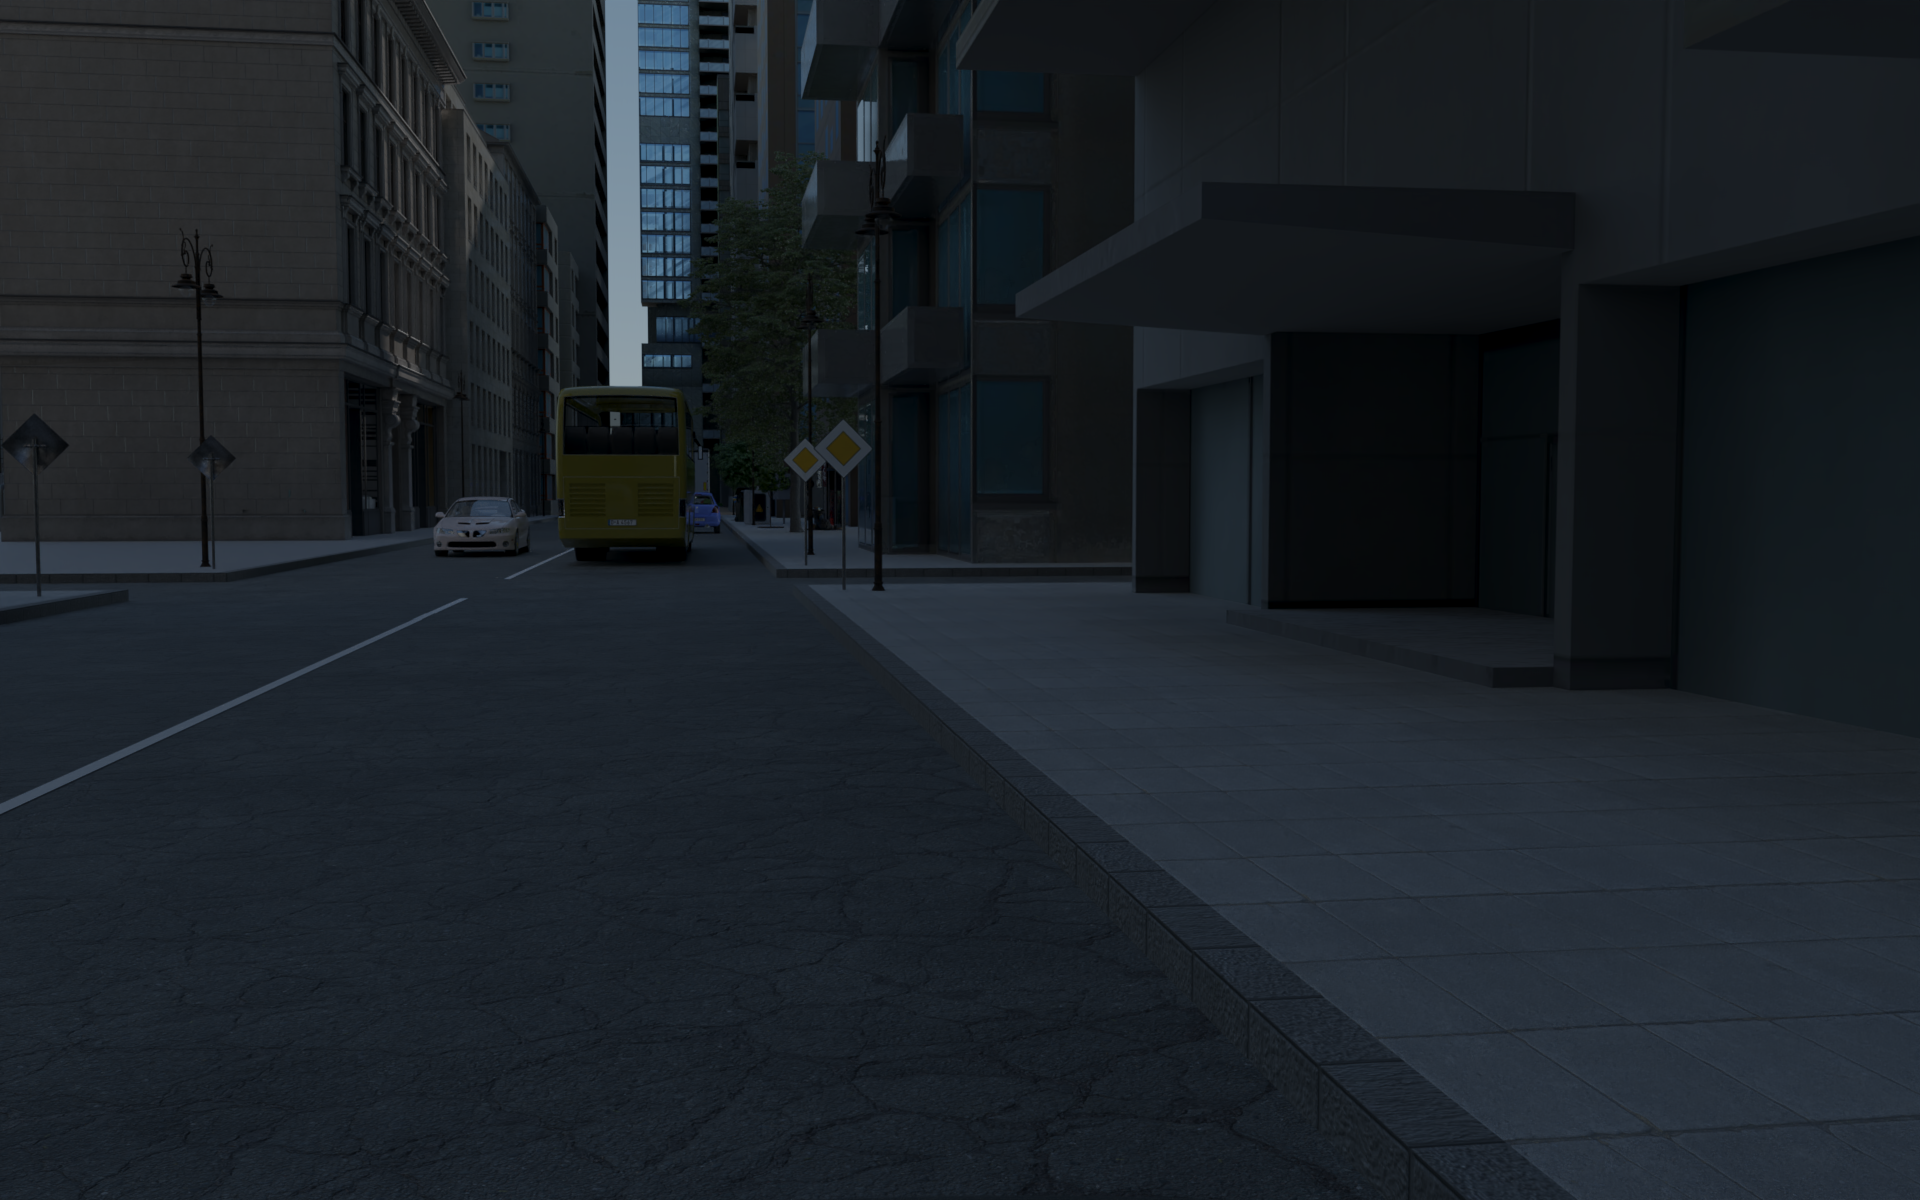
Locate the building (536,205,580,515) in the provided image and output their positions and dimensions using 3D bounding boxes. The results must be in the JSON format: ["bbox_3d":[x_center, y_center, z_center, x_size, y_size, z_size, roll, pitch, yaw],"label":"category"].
[{"bbox_3d":[-40.538,-16.574,116.020,27.650,21.520,28.899,-1,4,-9],"label":"building"}]

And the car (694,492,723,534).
[{"bbox_3d":[-9.724,-3.330,64.041,1.945,1.707,3.694,-1,4,-9],"label":"car"}]

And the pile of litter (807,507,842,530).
[{"bbox_3d":[-4.855,-2.913,61.585,1.176,0.858,1.719,-2,4,-33],"label":"pile of litter"}]

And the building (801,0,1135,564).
[{"bbox_3d":[11.372,-25.824,41.827,30.456,49.044,23.786,-1,4,-9],"label":"building"}]

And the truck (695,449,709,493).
[{"bbox_3d":[-17.707,-7.543,112.248,2.839,4.237,11.283,-1,4,-11],"label":"truck"}]

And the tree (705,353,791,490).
[{"bbox_3d":[-10.709,-8.498,89.312,4.360,8.622,3.978,0,3,0],"label":"tree"}]

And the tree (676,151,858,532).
[{"bbox_3d":[-5.489,-8.516,57.372,7.486,12.596,7.792,0,3,0],"label":"tree"}]

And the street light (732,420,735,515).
[{"bbox_3d":[-13.744,-8.086,104.997,0.468,5.910,1.993,-1,4,-9],"label":"street light"}]

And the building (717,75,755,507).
[{"bbox_3d":[-17.118,-29.963,173.483,14.154,41.232,14.086,-1,4,-9],"label":"building"}]

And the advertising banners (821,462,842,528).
[{"bbox_3d":[-4.778,-4.190,64.692,0.090,3.025,2.074,-2,4,-27],"label":"advertising banners"}]

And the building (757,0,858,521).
[{"bbox_3d":[-4.359,-27.459,99.067,14.600,45.320,14.200,-1,4,-9],"label":"building"}]

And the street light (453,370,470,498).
[{"bbox_3d":[-18.531,-5.611,64.520,0.468,5.910,1.993,-1,4,-9],"label":"street light"}]

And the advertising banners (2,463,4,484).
[{"bbox_3d":[-53.532,-6.151,96.759,0.090,3.025,2.074,-1,4,-23],"label":"advertising banners"}]

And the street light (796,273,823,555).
[{"bbox_3d":[-3.146,-3.886,36.323,0.468,5.910,1.993,-1,4,-9],"label":"street light"}]

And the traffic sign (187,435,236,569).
[{"bbox_3d":[-12.749,-1.584,29.537,0.795,2.450,0.064,-1,4,-9],"label":"traffic sign"}]

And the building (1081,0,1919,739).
[{"bbox_3d":[15.045,-25.770,10.576,28.713,52.752,27.495,-1,4,-9],"label":"building"}]

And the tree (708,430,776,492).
[{"bbox_3d":[-10.591,-6.162,84.464,4.285,4.588,4.351,0,3,0],"label":"tree"}]

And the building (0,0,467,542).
[{"bbox_3d":[-21.583,-12.049,47.907,10.553,20.767,40.483,-1,4,-9],"label":"building"}]

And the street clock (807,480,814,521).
[{"bbox_3d":[-7.275,-4.829,83.524,0.471,2.002,0.358,-2,4,-24],"label":"street clock"}]

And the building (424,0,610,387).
[{"bbox_3d":[-39.978,-31.625,140.777,21.300,48.544,21.600,-1,4,-9],"label":"building"}]

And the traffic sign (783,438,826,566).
[{"bbox_3d":[-2.768,-1.676,31.043,0.795,2.450,0.064,-1,4,-9],"label":"traffic sign"}]

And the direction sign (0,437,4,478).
[{"bbox_3d":[-35.846,-4.464,64.980,0.876,3.537,0.379,-2,4,-26],"label":"direction sign"}]

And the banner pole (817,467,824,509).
[{"bbox_3d":[-6.802,-5.795,84.762,0.401,3.779,0.863,2,4,27],"label":"banner pole"}]

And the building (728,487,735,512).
[{"bbox_3d":[-1.015,-26.727,128.875,32.217,40.220,23.993,-1,4,-9],"label":"building"}]

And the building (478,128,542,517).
[{"bbox_3d":[-28.311,-14.952,93.610,9.793,20.994,18.267,-1,4,-9],"label":"building"}]

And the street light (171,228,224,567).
[{"bbox_3d":[-13.311,-3.522,30.376,0.468,5.910,1.993,-1,4,-9],"label":"street light"}]

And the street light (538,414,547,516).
[{"bbox_3d":[-23.989,-7.760,99.667,0.468,5.910,1.993,-1,4,-9],"label":"street light"}]

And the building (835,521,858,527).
[{"bbox_3d":[1.181,-25.917,73.851,14.600,45.320,14.200,-1,4,-9],"label":"building"}]

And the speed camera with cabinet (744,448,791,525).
[{"bbox_3d":[-8.149,-4.847,73.584,2.038,3.252,0.660,-2,4,-33],"label":"speed camera with cabinet"}]

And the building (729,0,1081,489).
[{"bbox_3d":[-6.604,-34.526,153.746,28.713,52.752,27.495,-1,4,-9],"label":"building"}]

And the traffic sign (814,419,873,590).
[{"bbox_3d":[-1.557,-1.193,23.150,0.795,2.450,0.064,-1,4,-9],"label":"traffic sign"}]

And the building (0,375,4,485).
[{"bbox_3d":[-84.994,-29.421,164.634,14.086,41.232,14.154,-1,4,-9],"label":"building"}]

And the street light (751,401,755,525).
[{"bbox_3d":[-8.463,-5.997,70.842,0.468,5.910,1.993,-1,4,-9],"label":"street light"}]

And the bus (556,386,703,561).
[{"bbox_3d":[-7.474,-2.967,40.054,2.896,3.916,12.252,0,4,-8],"label":"bus"}]

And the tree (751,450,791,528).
[{"bbox_3d":[-7.254,-4.330,65.397,1.663,3.219,1.824,0,3,0],"label":"tree"}]

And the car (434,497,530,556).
[{"bbox_3d":[-11.367,-1.774,41.368,2.083,1.381,4.827,-1,4,-9],"label":"car"}]

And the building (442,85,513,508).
[{"bbox_3d":[-26.001,-13.547,76.249,10.420,20.320,16.860,-1,4,-9],"label":"building"}]

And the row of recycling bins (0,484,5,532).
[{"bbox_3d":[-32.435,-3.197,59.385,1.069,1.692,3.534,-2,4,-33],"label":"row of recycling bins"}]

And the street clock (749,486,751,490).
[{"bbox_3d":[-11.323,-5.378,92.508,0.358,2.002,0.471,-2,4,-28],"label":"street clock"}]

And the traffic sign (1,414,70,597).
[{"bbox_3d":[-11.538,-1.101,21.644,0.795,2.450,0.064,-1,4,-9],"label":"traffic sign"}]

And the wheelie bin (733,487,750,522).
[{"bbox_3d":[-9.963,-4.402,79.874,0.980,1.594,0.693,-2,4,-35],"label":"wheelie bin"}]

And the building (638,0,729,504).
[{"bbox_3d":[-24.733,-54.160,198.190,31.000,86.520,22.319,-1,4,-9],"label":"building"}]

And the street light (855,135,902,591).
[{"bbox_3d":[-1.084,-3.060,22.818,0.468,5.910,1.993,-1,4,-9],"label":"street light"}]
